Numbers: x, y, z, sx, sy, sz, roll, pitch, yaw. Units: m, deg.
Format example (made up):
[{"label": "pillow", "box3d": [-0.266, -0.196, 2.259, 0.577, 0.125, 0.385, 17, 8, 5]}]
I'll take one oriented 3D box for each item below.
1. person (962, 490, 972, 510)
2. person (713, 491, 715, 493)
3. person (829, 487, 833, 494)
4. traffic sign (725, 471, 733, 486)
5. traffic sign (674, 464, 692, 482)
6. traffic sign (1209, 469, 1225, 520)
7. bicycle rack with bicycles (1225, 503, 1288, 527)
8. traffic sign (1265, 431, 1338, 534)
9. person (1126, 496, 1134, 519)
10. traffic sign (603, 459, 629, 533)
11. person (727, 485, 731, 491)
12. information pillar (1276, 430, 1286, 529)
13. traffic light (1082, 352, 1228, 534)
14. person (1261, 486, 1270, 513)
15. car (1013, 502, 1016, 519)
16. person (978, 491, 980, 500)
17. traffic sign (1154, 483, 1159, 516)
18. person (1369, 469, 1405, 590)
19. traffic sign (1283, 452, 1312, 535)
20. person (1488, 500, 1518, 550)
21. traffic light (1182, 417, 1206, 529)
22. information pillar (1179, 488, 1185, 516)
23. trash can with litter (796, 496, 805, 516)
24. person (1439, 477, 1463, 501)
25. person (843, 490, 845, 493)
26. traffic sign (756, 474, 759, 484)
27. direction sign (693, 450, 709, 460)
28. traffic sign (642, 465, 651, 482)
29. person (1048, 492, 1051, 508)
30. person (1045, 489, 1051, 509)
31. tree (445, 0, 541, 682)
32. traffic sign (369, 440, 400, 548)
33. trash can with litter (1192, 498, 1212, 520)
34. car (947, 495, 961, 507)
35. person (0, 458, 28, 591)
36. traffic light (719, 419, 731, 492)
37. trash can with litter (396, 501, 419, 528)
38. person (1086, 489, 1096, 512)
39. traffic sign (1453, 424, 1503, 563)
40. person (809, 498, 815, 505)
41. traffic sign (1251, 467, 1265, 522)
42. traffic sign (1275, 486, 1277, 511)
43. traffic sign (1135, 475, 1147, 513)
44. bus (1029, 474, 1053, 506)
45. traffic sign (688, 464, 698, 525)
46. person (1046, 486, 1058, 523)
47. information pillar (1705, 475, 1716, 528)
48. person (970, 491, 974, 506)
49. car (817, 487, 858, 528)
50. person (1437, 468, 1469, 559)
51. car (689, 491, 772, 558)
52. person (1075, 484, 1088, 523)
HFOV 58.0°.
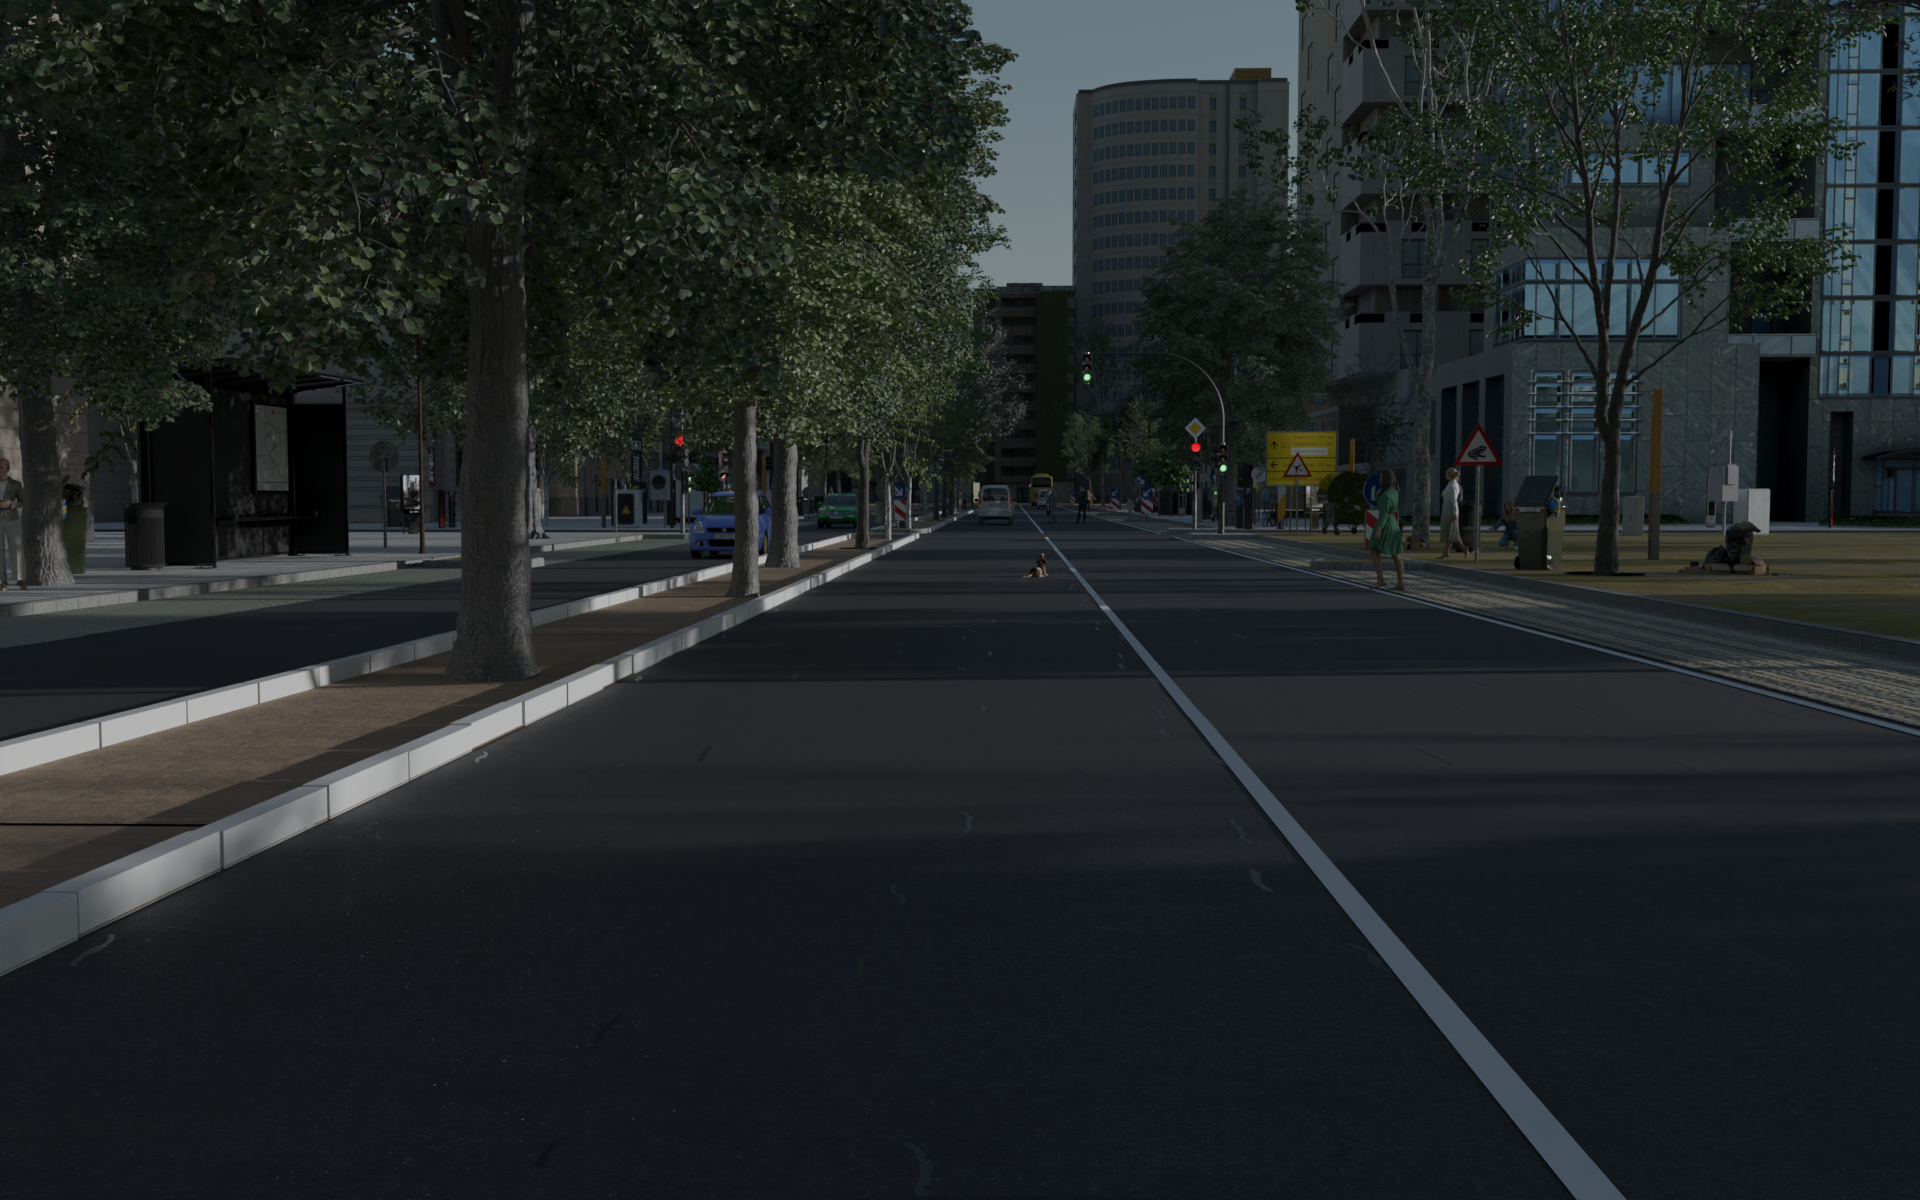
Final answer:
[{"label": "person", "box3d": [0.373, -8.863, 153.400, 1.348, 1.826, 0.705, -1, 4, -19]}, {"label": "person", "box3d": [-18.422, -7.701, 131.311, 0.648, 1.900, 0.474, -1, 4, -10]}, {"label": "person", "box3d": [-9.741, -7.676, 131.562, 0.654, 1.822, 0.581, 0, 4, 1]}, {"label": "traffic sign", "box3d": [-12.803, -5.854, 95.816, 0.768, 2.556, 0.104, 1, 4, 8]}, {"label": "traffic sign", "box3d": [-11.221, -4.286, 70.190, 0.768, 2.556, 0.104, 0, 4, 3]}, {"label": "traffic sign", "box3d": [12.687, -5.223, 85.508, 0.768, 2.556, 0.104, 0, 4, 5]}, {"label": "bicycle rack with bicycles", "box3d": [11.919, -3.371, 68.494, 2.852, 0.926, 2.925, 3, 4, 36]}, {"label": "traffic sign", "box3d": [10.989, -3.788, 55.808, 2.265, 3.308, 0.079, 1, 4, 10]}, {"label": "person", "box3d": [9.620, -5.209, 97.944, 0.425, 1.301, 0.394, -1, 4, -11]}, {"label": "traffic sign", "box3d": [-11.362, -3.495, 57.143, 0.884, 2.594, 0.081, 1, 4, 11]}, {"label": "person", "box3d": [-13.013, -5.535, 96.718, 0.473, 1.802, 0.592, 0, 4, -5]}, {"label": "information pillar", "box3d": [11.768, -4.402, 63.332, 0.183, 3.616, 0.504, -1, 4, -15]}, {"label": "traffic light", "box3d": [6.276, -4.945, 55.522, 4.771, 5.953, 1.251, 0, 4, 2]}, {"label": "person", "box3d": [19.944, -6.544, 112.904, 0.638, 1.841, 0.748, -1, 4, -9]}, {"label": "car", "box3d": [2.207, -5.367, 100.107, 2.083, 1.381, 4.827, 0, 4, 2]}, {"label": "person", "box3d": [2.204, -11.454, 196.441, 0.551, 1.740, 0.621, 3, 5, 43]}, {"label": "traffic sign", "box3d": [11.607, -6.181, 101.168, 0.768, 2.556, 0.104, 0, 4, 7]}, {"label": "person", "box3d": [6.321, -1.031, 25.598, 0.529, 1.795, 0.600, 1, 4, 22]}, {"label": "traffic sign", "box3d": [10.474, -3.290, 53.796, 0.884, 2.594, 0.081, 0, 4, 5]}, {"label": "person", "box3d": [12.812, -1.745, 40.067, 1.012, 1.151, 0.738, 2, 4, 30]}, {"label": "traffic light", "box3d": [8.602, -4.567, 63.584, 0.839, 4.253, 0.868, 0, 4, 2]}, {"label": "information pillar", "box3d": [13.232, -6.038, 103.209, 0.304, 2.012, 0.304, 3, 4, 36]}, {"label": "trash can with litter", "box3d": [-9.682, -5.619, 103.257, 0.624, 1.170, 1.055, -3, 5, -44]}, {"label": "person", "box3d": [13.650, -2.561, 48.098, 0.590, 1.801, 0.661, -1, 4, -9]}, {"label": "person", "box3d": [-14.036, -12.503, 211.296, 0.721, 1.723, 1.217, -3, 5, -40]}, {"label": "traffic sign", "box3d": [-12.144, -6.196, 101.412, 0.768, 2.556, 0.104, 0, 4, 6]}, {"label": "direction sign", "box3d": [-13.243, -5.907, 88.569, 0.876, 3.537, 0.379, -2, 4, -35]}, {"label": "traffic sign", "box3d": [-13.871, -4.631, 75.820, 0.768, 2.556, 0.104, 0, 4, 8]}, {"label": "person", "box3d": [7.440, -8.034, 140.311, 0.568, 1.767, 0.683, 1, 4, 22]}, {"label": "person", "box3d": [7.088, -7.882, 137.233, 0.638, 1.841, 0.748, 1, 4, 12]}, {"label": "tree", "box3d": [-3.636, -6.362, 13.125, 9.857, 13.997, 8.962, 0, 3, 0]}, {"label": "traffic sign", "box3d": [-13.658, -2.507, 41.089, 0.768, 2.556, 0.104, 1, 4, 10]}, {"label": "trash can with litter", "box3d": [12.175, -4.619, 86.913, 0.624, 1.170, 1.055, 3, 5, 45]}, {"label": "car", "box3d": [-0.682, -11.597, 199.199, 1.945, 1.707, 3.694, 0, 4, 3]}, {"label": "person", "box3d": [-12.672, -1.001, 22.956, 0.519, 1.759, 0.362, -1, 4, -18]}, {"label": "traffic light", "box3d": [-6.659, -5.467, 64.046, 4.771, 5.953, 1.251, 0, 4, 2]}, {"label": "trash can with litter", "box3d": [-20.960, -3.336, 65.926, 0.624, 1.170, 1.055, 0, 4, 4]}, {"label": "person", "box3d": [10.357, -8.064, 140.353, 1.348, 1.823, 0.705, 0, 4, -6]}, {"label": "traffic sign", "box3d": [9.594, -1.965, 32.130, 0.884, 2.594, 0.081, 1, 4, 8]}, {"label": "person", "box3d": [-10.866, -7.294, 125.652, 0.694, 1.780, 0.624, 3, 5, 44]}, {"label": "traffic sign", "box3d": [13.733, -4.858, 79.538, 0.768, 2.556, 0.104, 0, 4, 3]}, {"label": "traffic sign", "box3d": [14.790, -4.945, 80.964, 0.768, 2.556, 0.104, 0, 4, 6]}, {"label": "traffic sign", "box3d": [12.061, -7.047, 115.329, 0.768, 2.556, 0.104, 0, 4, 5]}, {"label": "bus", "box3d": [9.880, -13.384, 210.370, 2.896, 3.916, 12.252, 0, 4, 2]}, {"label": "traffic sign", "box3d": [-11.290, -4.402, 72.079, 0.768, 2.556, 0.104, 0, 4, 5]}, {"label": "person", "box3d": [4.512, -4.684, 85.178, 0.767, 1.812, 0.694, -2, 4, -28]}, {"label": "information pillar", "box3d": [28.735, -3.779, 66.270, 0.304, 2.012, 0.304, 1, 4, 12]}, {"label": "person", "box3d": [1.469, -12.159, 207.440, 0.705, 1.807, 1.348, -1, 4, -17]}, {"label": "car", "box3d": [-5.001, -3.960, 73.548, 1.959, 1.807, 4.718, 0, 4, 3]}, {"label": "person", "box3d": [9.754, -1.707, 34.178, 0.641, 1.798, 0.478, 2, 4, 35]}, {"label": "car", "box3d": [-5.152, -1.851, 39.849, 1.945, 1.707, 3.694, 0, 4, 1]}, {"label": "person", "box3d": [5.934, -4.693, 84.598, 0.474, 1.900, 0.648, -3, 5, -42]}]
